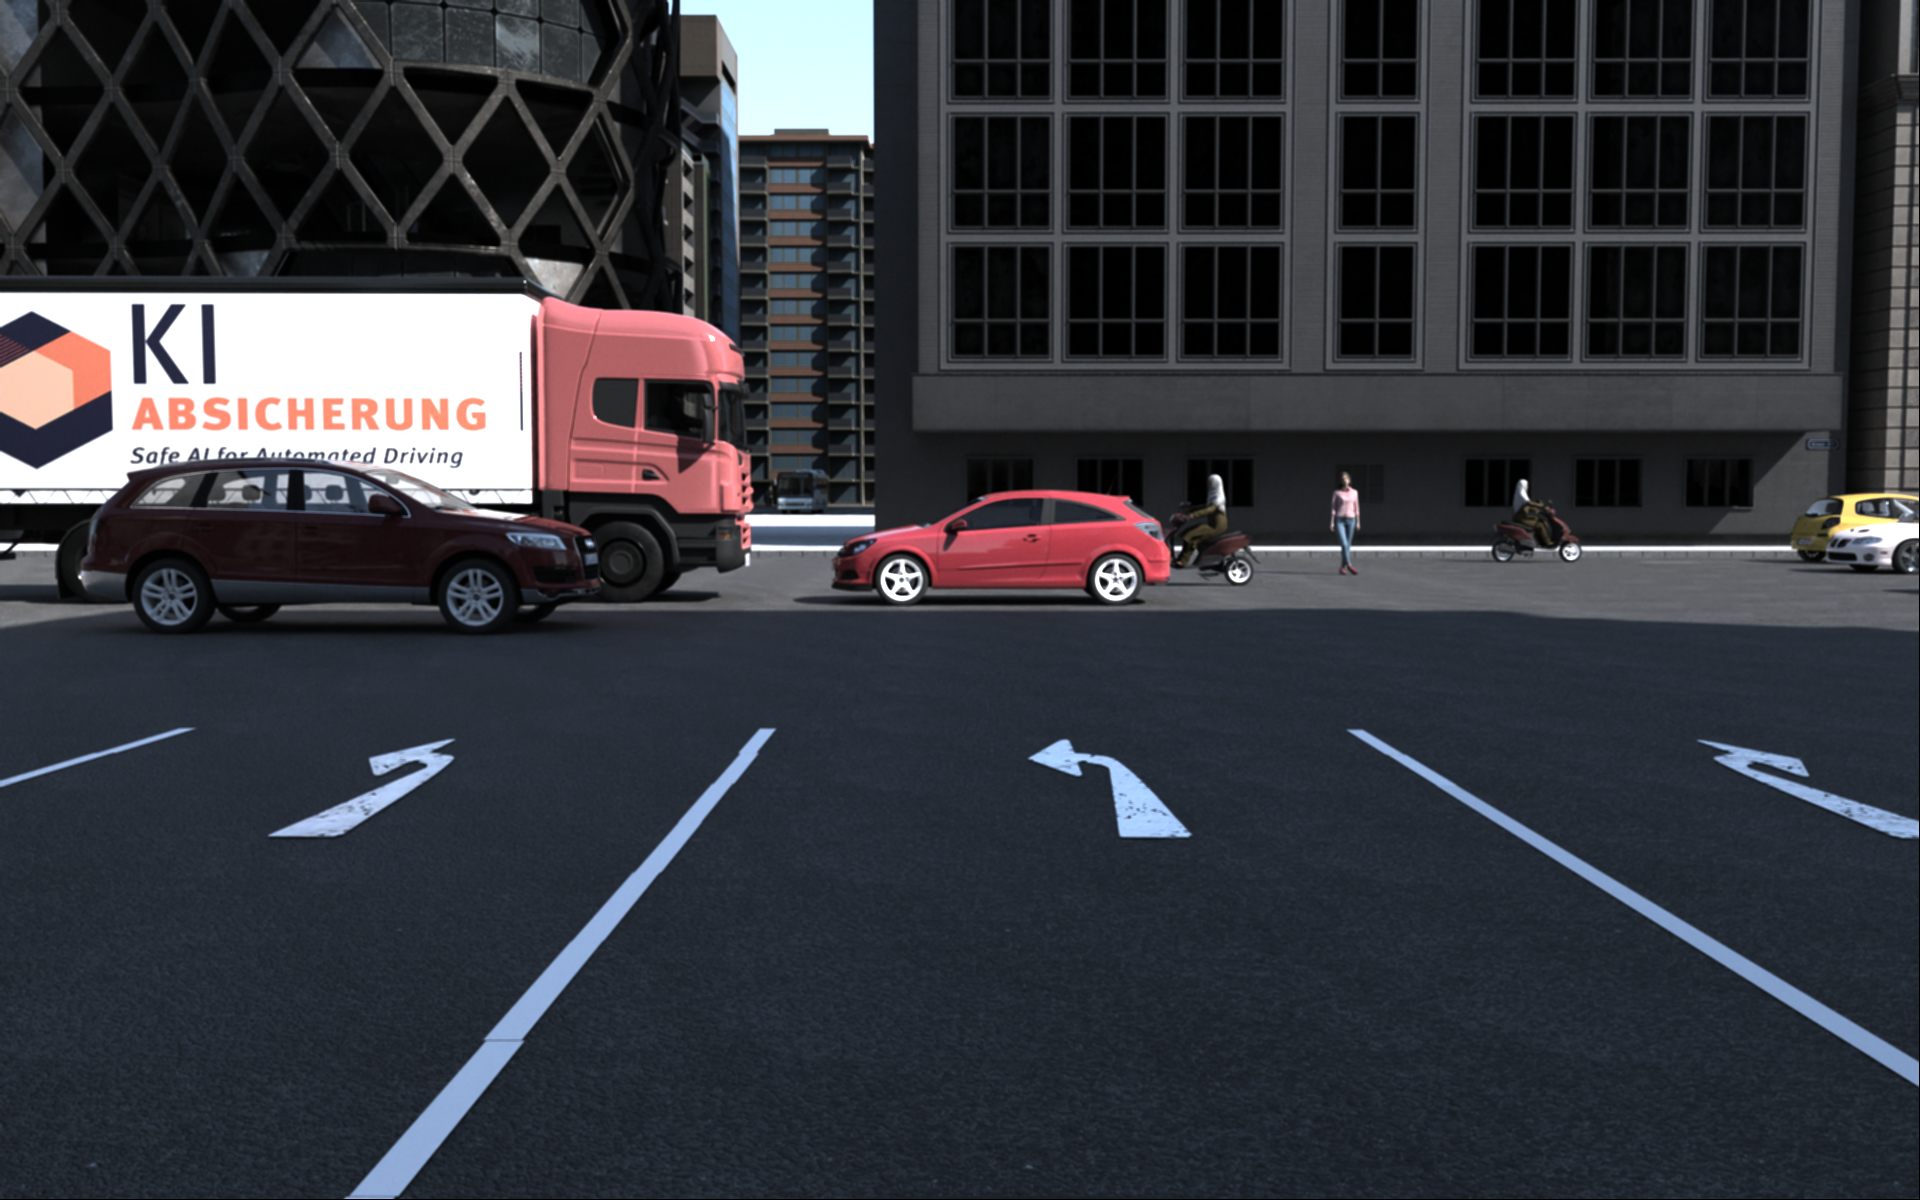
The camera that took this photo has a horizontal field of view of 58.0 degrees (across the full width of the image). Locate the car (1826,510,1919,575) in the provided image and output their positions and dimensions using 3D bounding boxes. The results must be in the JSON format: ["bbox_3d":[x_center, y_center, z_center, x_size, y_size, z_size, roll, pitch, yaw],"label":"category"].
[{"bbox_3d":[18.418,-1.180,31.654,4.827,1.381,2.083,0,4,0],"label":"car"}]

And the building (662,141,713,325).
[{"bbox_3d":[-28.056,-22.559,140.540,14.160,30.474,14.107,0,4,0],"label":"building"}]

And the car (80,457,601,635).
[{"bbox_3d":[-6.539,-0.605,18.569,5.304,1.827,2.281,0,4,2],"label":"car"}]

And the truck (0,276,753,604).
[{"bbox_3d":[-7.873,-2.121,23.587,11.283,4.237,2.839,0,4,-2],"label":"truck"}]

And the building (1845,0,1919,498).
[{"bbox_3d":[34.369,-15.243,46.492,25.104,27.353,12.463,0,4,0],"label":"building"}]

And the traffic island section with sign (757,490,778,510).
[{"bbox_3d":[-17.643,-9.262,160.058,1.989,1.847,2.006,0,4,0],"label":"traffic island section with sign"}]

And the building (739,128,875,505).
[{"bbox_3d":[-19.559,-33.985,210.274,28.867,44.769,22.147,0,4,0],"label":"building"}]

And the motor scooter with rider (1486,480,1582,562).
[{"bbox_3d":[12.072,-1.675,36.348,1.986,1.779,0.876,0,4,0],"label":"motor scooter with rider"}]

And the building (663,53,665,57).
[{"bbox_3d":[-32.294,-28.360,118.307,22.147,44.769,28.867,0,4,0],"label":"building"}]

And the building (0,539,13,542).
[{"bbox_3d":[-35.067,-13.336,46.922,19.941,23.489,11.050,0,4,0],"label":"building"}]

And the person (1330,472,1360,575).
[{"bbox_3d":[6.842,-1.366,30.846,0.555,1.821,0.388,-1,4,-15],"label":"person"}]

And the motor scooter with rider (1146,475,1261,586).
[{"bbox_3d":[3.715,-1.111,27.136,1.986,1.779,0.876,0,4,0],"label":"motor scooter with rider"}]

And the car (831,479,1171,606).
[{"bbox_3d":[0.540,-0.853,22.993,4.494,1.783,2.155,0,4,-1],"label":"car"}]

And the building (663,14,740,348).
[{"bbox_3d":[-28.432,-31.221,160.569,14.200,45.320,14.600,0,4,0],"label":"building"}]

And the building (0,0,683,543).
[{"bbox_3d":[-16.261,-11.140,49.590,16.811,18.784,16.820,0,4,0],"label":"building"}]

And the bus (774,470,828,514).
[{"bbox_3d":[-11.484,-8.056,126.568,2.948,3.499,13.247,0,4,0],"label":"bus"}]

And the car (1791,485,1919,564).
[{"bbox_3d":[19.546,-1.584,36.118,3.980,1.641,2.015,0,4,-2],"label":"car"}]

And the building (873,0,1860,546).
[{"bbox_3d":[9.813,-15.514,47.163,24.014,27.812,14.314,0,4,0],"label":"building"}]
